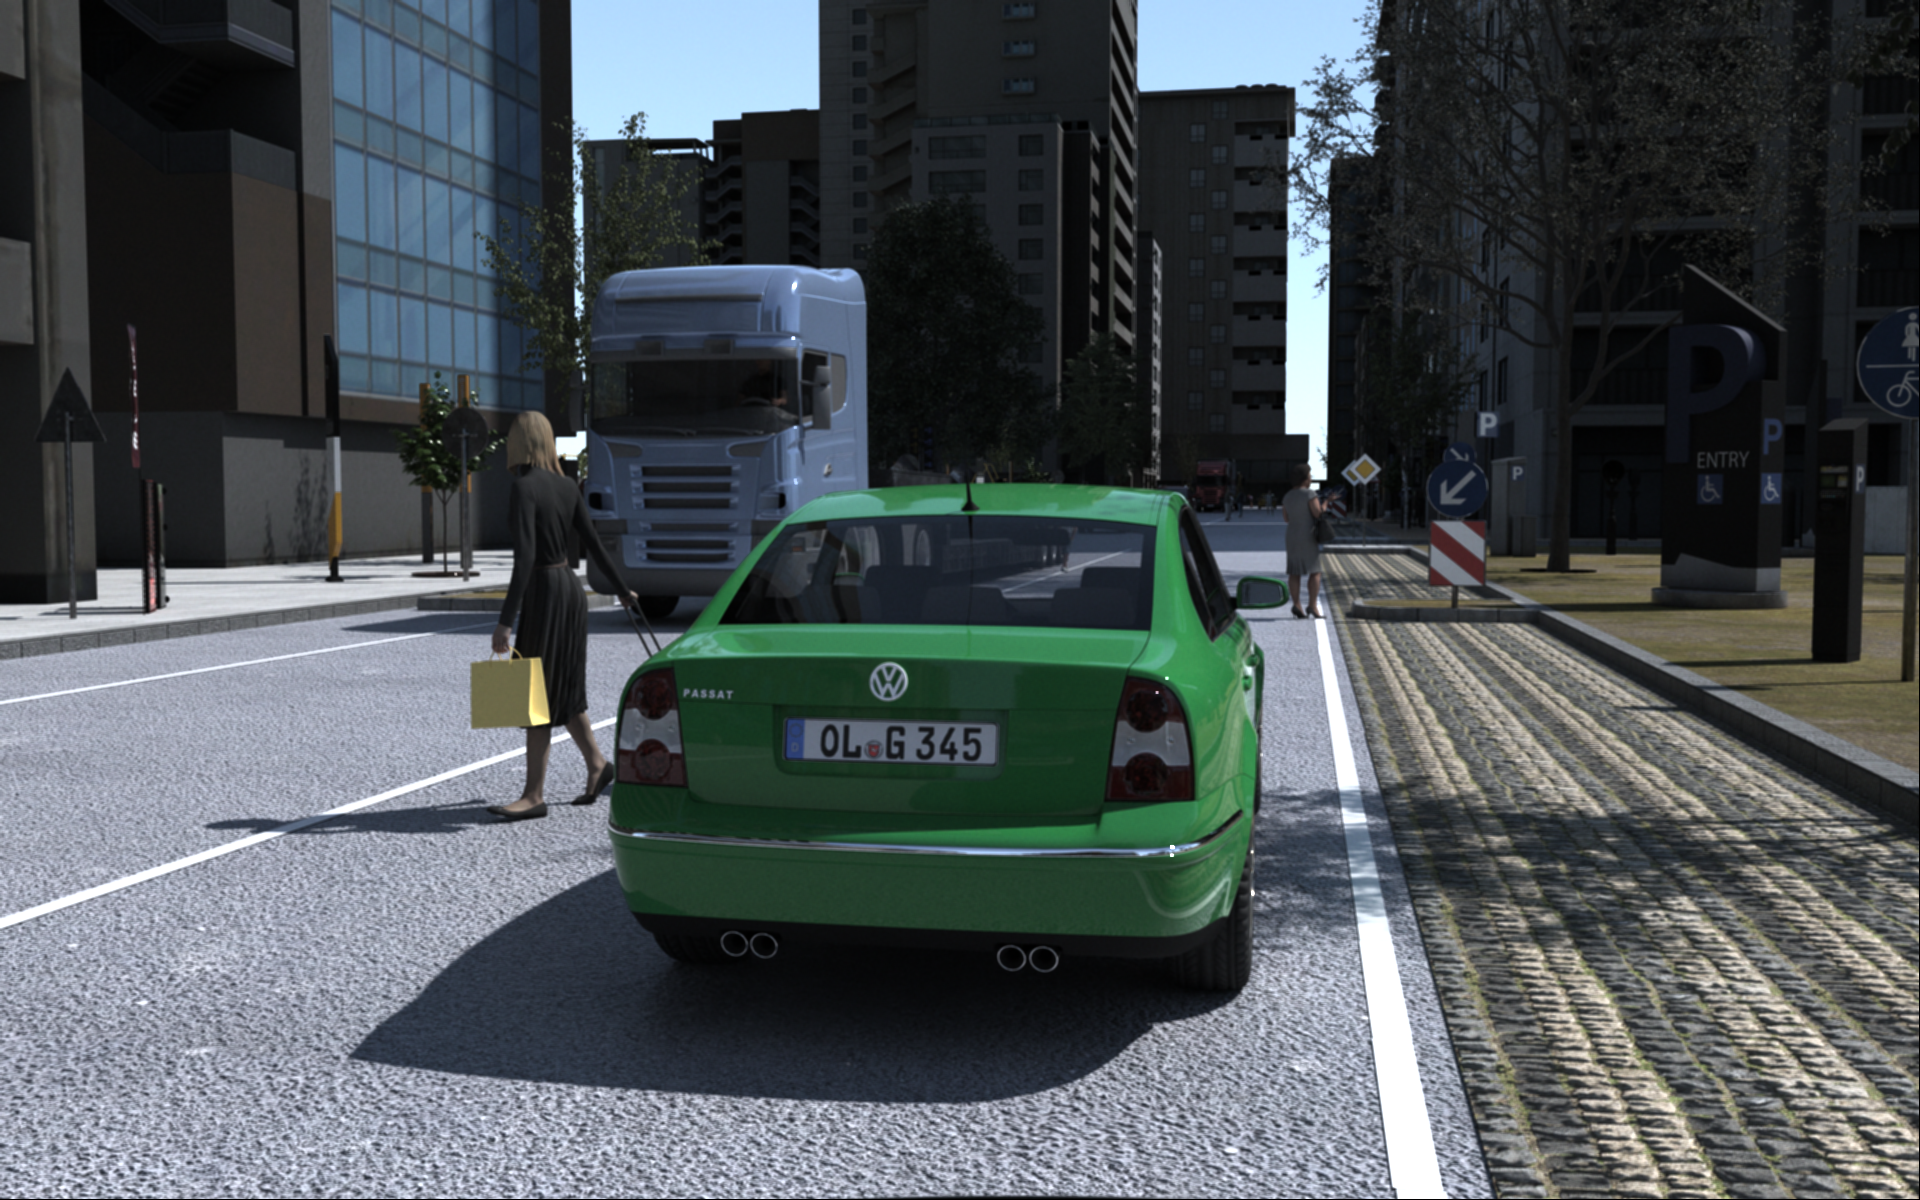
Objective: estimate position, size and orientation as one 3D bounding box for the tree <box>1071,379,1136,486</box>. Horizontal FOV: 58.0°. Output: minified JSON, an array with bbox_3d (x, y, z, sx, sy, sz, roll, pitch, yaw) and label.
[{"bbox_3d":[9.221,-9.852,111.435,4.737,8.622,4.395,0,3,0],"label":"tree"}]

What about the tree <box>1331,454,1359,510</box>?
[{"bbox_3d":[31.743,-9.572,140.218,4.285,4.588,4.351,0,3,0],"label":"tree"}]

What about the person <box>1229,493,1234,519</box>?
[{"bbox_3d":[15.549,-5.436,99.969,0.503,1.515,0.523,0,4,2],"label":"person"}]

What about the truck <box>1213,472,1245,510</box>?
[{"bbox_3d":[23.780,-9.696,154.450,3.469,3.379,9.791,1,4,11],"label":"truck"}]

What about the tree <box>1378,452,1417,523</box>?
[{"bbox_3d":[19.155,-5.012,76.543,1.663,3.219,1.824,0,3,0],"label":"tree"}]

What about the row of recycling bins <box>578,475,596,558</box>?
[{"bbox_3d":[-7.624,-1.707,35.024,3.534,1.692,1.069,2,4,32],"label":"row of recycling bins"}]

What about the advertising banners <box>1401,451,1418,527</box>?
[{"bbox_3d":[17.913,-4.458,69.081,0.090,3.025,2.074,0,4,-2],"label":"advertising banners"}]

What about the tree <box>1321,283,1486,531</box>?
[{"bbox_3d":[15.717,-6.717,60.185,4.737,8.622,4.395,0,3,0],"label":"tree"}]

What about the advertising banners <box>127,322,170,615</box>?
[{"bbox_3d":[-8.785,-1.378,18.724,0.090,3.025,2.074,-1,4,-17],"label":"advertising banners"}]

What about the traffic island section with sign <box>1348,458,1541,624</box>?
[{"bbox_3d":[5.594,-0.704,20.133,1.989,1.847,2.006,1,4,11],"label":"traffic island section with sign"}]

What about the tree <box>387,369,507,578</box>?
[{"bbox_3d":[-8.169,-1.984,27.044,1.663,3.219,1.824,0,3,0],"label":"tree"}]

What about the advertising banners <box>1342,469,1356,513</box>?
[{"bbox_3d":[26.897,-7.563,119.849,0.090,3.025,2.074,3,4,38],"label":"advertising banners"}]

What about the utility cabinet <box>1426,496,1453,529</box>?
[{"bbox_3d":[17.695,-3.219,63.788,1.020,1.237,0.306,0,4,-2],"label":"utility cabinet"}]

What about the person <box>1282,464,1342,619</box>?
[{"bbox_3d":[4.061,-0.675,19.887,0.532,1.782,0.716,-3,4,-36],"label":"person"}]

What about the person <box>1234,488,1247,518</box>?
[{"bbox_3d":[17.102,-5.913,105.533,0.721,1.781,0.623,3,5,45],"label":"person"}]

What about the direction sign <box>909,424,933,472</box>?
[{"bbox_3d":[-1.253,-3.920,56.086,0.876,3.537,0.379,2,4,30],"label":"direction sign"}]

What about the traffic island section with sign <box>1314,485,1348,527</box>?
[{"bbox_3d":[16.265,-4.055,74.920,1.989,1.847,2.006,1,4,11],"label":"traffic island section with sign"}]

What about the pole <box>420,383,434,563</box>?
[{"bbox_3d":[-9.869,-2.336,32.044,0.158,3.312,0.155,0,3,0],"label":"pole"}]

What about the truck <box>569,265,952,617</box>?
[{"bbox_3d":[-0.979,-2.254,26.613,2.967,4.110,18.799,1,4,13],"label":"truck"}]

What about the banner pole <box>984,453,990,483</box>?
[{"bbox_3d":[1.558,-7.092,105.966,0.863,3.779,0.401,-2,4,-30],"label":"banner pole"}]

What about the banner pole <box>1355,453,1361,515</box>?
[{"bbox_3d":[24.532,-7.117,106.383,0.401,3.779,0.863,-1,4,-16],"label":"banner pole"}]

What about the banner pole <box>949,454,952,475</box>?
[{"bbox_3d":[-0.517,-6.429,95.123,0.401,3.779,0.863,1,4,11],"label":"banner pole"}]

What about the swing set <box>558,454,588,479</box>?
[{"bbox_3d":[-15.283,-4.408,69.692,2.862,2.851,3.119,1,4,16],"label":"swing set"}]

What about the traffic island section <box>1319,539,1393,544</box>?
[{"bbox_3d":[11.425,-1.706,50.178,2.009,0.180,2.903,1,4,11],"label":"traffic island section"}]

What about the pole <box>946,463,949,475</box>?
[{"bbox_3d":[-0.807,-7.413,115.044,0.158,3.312,0.155,0,3,0],"label":"pole"}]

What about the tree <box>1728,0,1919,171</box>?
[{"bbox_3d":[5.391,-3.499,7.574,4.360,8.622,3.978,0,3,0],"label":"tree"}]

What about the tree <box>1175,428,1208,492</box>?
[{"bbox_3d":[25.044,-14.797,192.297,4.360,8.622,3.978,0,3,0],"label":"tree"}]

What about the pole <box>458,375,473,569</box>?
[{"bbox_3d":[-8.505,-2.197,29.760,0.158,3.312,0.155,0,3,0],"label":"pole"}]

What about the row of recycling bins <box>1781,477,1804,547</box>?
[{"bbox_3d":[18.340,-2.012,40.016,3.534,1.692,1.069,2,4,27],"label":"row of recycling bins"}]

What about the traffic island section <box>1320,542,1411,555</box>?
[{"bbox_3d":[9.898,-1.227,42.340,2.009,0.180,2.903,1,4,11],"label":"traffic island section"}]

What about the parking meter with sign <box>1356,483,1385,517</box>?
[{"bbox_3d":[22.943,-6.142,96.685,1.738,3.016,0.543,3,4,39],"label":"parking meter with sign"}]

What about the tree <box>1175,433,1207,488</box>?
[{"bbox_3d":[27.004,-15.444,202.870,4.737,8.622,4.395,0,3,0],"label":"tree"}]

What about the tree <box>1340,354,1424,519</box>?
[{"bbox_3d":[22.148,-8.581,90.656,4.360,8.622,3.978,0,3,0],"label":"tree"}]

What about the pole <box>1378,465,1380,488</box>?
[{"bbox_3d":[29.122,-7.735,120.312,0.158,3.312,0.155,0,3,0],"label":"pole"}]

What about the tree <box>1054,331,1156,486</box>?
[{"bbox_3d":[10.038,-12.425,121.278,7.486,12.596,7.792,0,3,0],"label":"tree"}]

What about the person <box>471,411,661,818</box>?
[{"bbox_3d":[-1.567,0.045,7.986,1.509,1.804,0.699,-3,4,-38],"label":"person"}]

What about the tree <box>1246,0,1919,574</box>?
[{"bbox_3d":[9.987,-7.198,28.055,12.009,13.543,11.850,0,3,0],"label":"tree"}]

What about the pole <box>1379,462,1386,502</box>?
[{"bbox_3d":[24.140,-6.403,98.539,0.158,3.312,0.155,0,3,0],"label":"pole"}]

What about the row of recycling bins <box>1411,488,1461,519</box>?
[{"bbox_3d":[24.021,-5.026,89.287,3.534,1.692,1.069,0,4,6],"label":"row of recycling bins"}]

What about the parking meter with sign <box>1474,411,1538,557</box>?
[{"bbox_3d":[11.335,-2.421,35.844,0.543,3.016,1.738,-1,4,-15],"label":"parking meter with sign"}]

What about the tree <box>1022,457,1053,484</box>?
[{"bbox_3d":[3.386,-5.410,83.049,1.663,3.219,1.824,0,3,0],"label":"tree"}]

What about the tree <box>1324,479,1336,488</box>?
[{"bbox_3d":[39.168,-11.402,181.016,1.663,3.219,1.824,0,3,0],"label":"tree"}]

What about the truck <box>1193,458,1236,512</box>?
[{"bbox_3d":[20.457,-9.148,138.475,2.839,4.237,11.283,1,4,13],"label":"truck"}]

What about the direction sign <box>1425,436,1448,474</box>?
[{"bbox_3d":[18.717,-4.652,68.054,0.876,3.537,0.379,0,4,1],"label":"direction sign"}]

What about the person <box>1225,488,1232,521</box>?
[{"bbox_3d":[14.172,-5.045,91.528,0.362,1.759,0.519,1,4,20],"label":"person"}]

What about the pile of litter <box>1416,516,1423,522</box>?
[{"bbox_3d":[21.430,-4.005,79.452,1.176,0.858,1.719,3,5,40],"label":"pile of litter"}]

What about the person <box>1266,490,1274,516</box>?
[{"bbox_3d":[19.991,-6.260,111.858,0.512,1.701,0.522,-1,4,-18],"label":"person"}]

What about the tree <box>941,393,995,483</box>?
[{"bbox_3d":[-0.702,-9.140,99.808,4.737,8.622,4.395,0,3,0],"label":"tree"}]

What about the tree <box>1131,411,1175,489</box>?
[{"bbox_3d":[15.614,-12.060,147.537,4.360,8.622,3.978,0,3,0],"label":"tree"}]

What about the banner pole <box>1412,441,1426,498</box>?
[{"bbox_3d":[21.711,-5.605,81.666,0.863,3.779,0.401,-1,4,-14],"label":"banner pole"}]

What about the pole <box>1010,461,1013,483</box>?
[{"bbox_3d":[3.173,-6.950,107.471,0.158,3.312,0.155,0,3,0],"label":"pole"}]

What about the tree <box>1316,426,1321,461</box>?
[{"bbox_3d":[37.612,-13.613,172.941,4.737,8.622,4.395,0,3,0],"label":"tree"}]

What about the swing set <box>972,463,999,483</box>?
[{"bbox_3d":[1.354,-5.516,87.808,2.862,2.851,3.119,0,4,8],"label":"swing set"}]

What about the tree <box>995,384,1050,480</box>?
[{"bbox_3d":[4.047,-10.000,113.864,4.737,8.622,4.395,0,3,0],"label":"tree"}]

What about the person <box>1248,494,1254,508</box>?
[{"bbox_3d":[29.955,-10.204,178.564,0.697,1.427,0.421,-2,4,-31],"label":"person"}]

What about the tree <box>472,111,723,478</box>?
[{"bbox_3d":[-6.687,-5.038,32.742,4.737,8.622,4.395,0,3,0],"label":"tree"}]

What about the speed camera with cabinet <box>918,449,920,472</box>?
[{"bbox_3d":[-1.757,-5.065,77.152,0.660,3.252,2.038,1,4,18],"label":"speed camera with cabinet"}]

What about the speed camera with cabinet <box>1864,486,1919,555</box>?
[{"bbox_3d":[19.427,-2.612,37.038,0.660,3.252,2.038,-3,4,-38],"label":"speed camera with cabinet"}]

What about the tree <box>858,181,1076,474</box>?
[{"bbox_3d":[-0.816,-8.994,64.053,9.611,12.733,9.660,0,3,0],"label":"tree"}]

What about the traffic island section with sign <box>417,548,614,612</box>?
[{"bbox_3d":[-5.521,-0.820,22.040,1.989,1.847,2.006,1,4,11],"label":"traffic island section with sign"}]
